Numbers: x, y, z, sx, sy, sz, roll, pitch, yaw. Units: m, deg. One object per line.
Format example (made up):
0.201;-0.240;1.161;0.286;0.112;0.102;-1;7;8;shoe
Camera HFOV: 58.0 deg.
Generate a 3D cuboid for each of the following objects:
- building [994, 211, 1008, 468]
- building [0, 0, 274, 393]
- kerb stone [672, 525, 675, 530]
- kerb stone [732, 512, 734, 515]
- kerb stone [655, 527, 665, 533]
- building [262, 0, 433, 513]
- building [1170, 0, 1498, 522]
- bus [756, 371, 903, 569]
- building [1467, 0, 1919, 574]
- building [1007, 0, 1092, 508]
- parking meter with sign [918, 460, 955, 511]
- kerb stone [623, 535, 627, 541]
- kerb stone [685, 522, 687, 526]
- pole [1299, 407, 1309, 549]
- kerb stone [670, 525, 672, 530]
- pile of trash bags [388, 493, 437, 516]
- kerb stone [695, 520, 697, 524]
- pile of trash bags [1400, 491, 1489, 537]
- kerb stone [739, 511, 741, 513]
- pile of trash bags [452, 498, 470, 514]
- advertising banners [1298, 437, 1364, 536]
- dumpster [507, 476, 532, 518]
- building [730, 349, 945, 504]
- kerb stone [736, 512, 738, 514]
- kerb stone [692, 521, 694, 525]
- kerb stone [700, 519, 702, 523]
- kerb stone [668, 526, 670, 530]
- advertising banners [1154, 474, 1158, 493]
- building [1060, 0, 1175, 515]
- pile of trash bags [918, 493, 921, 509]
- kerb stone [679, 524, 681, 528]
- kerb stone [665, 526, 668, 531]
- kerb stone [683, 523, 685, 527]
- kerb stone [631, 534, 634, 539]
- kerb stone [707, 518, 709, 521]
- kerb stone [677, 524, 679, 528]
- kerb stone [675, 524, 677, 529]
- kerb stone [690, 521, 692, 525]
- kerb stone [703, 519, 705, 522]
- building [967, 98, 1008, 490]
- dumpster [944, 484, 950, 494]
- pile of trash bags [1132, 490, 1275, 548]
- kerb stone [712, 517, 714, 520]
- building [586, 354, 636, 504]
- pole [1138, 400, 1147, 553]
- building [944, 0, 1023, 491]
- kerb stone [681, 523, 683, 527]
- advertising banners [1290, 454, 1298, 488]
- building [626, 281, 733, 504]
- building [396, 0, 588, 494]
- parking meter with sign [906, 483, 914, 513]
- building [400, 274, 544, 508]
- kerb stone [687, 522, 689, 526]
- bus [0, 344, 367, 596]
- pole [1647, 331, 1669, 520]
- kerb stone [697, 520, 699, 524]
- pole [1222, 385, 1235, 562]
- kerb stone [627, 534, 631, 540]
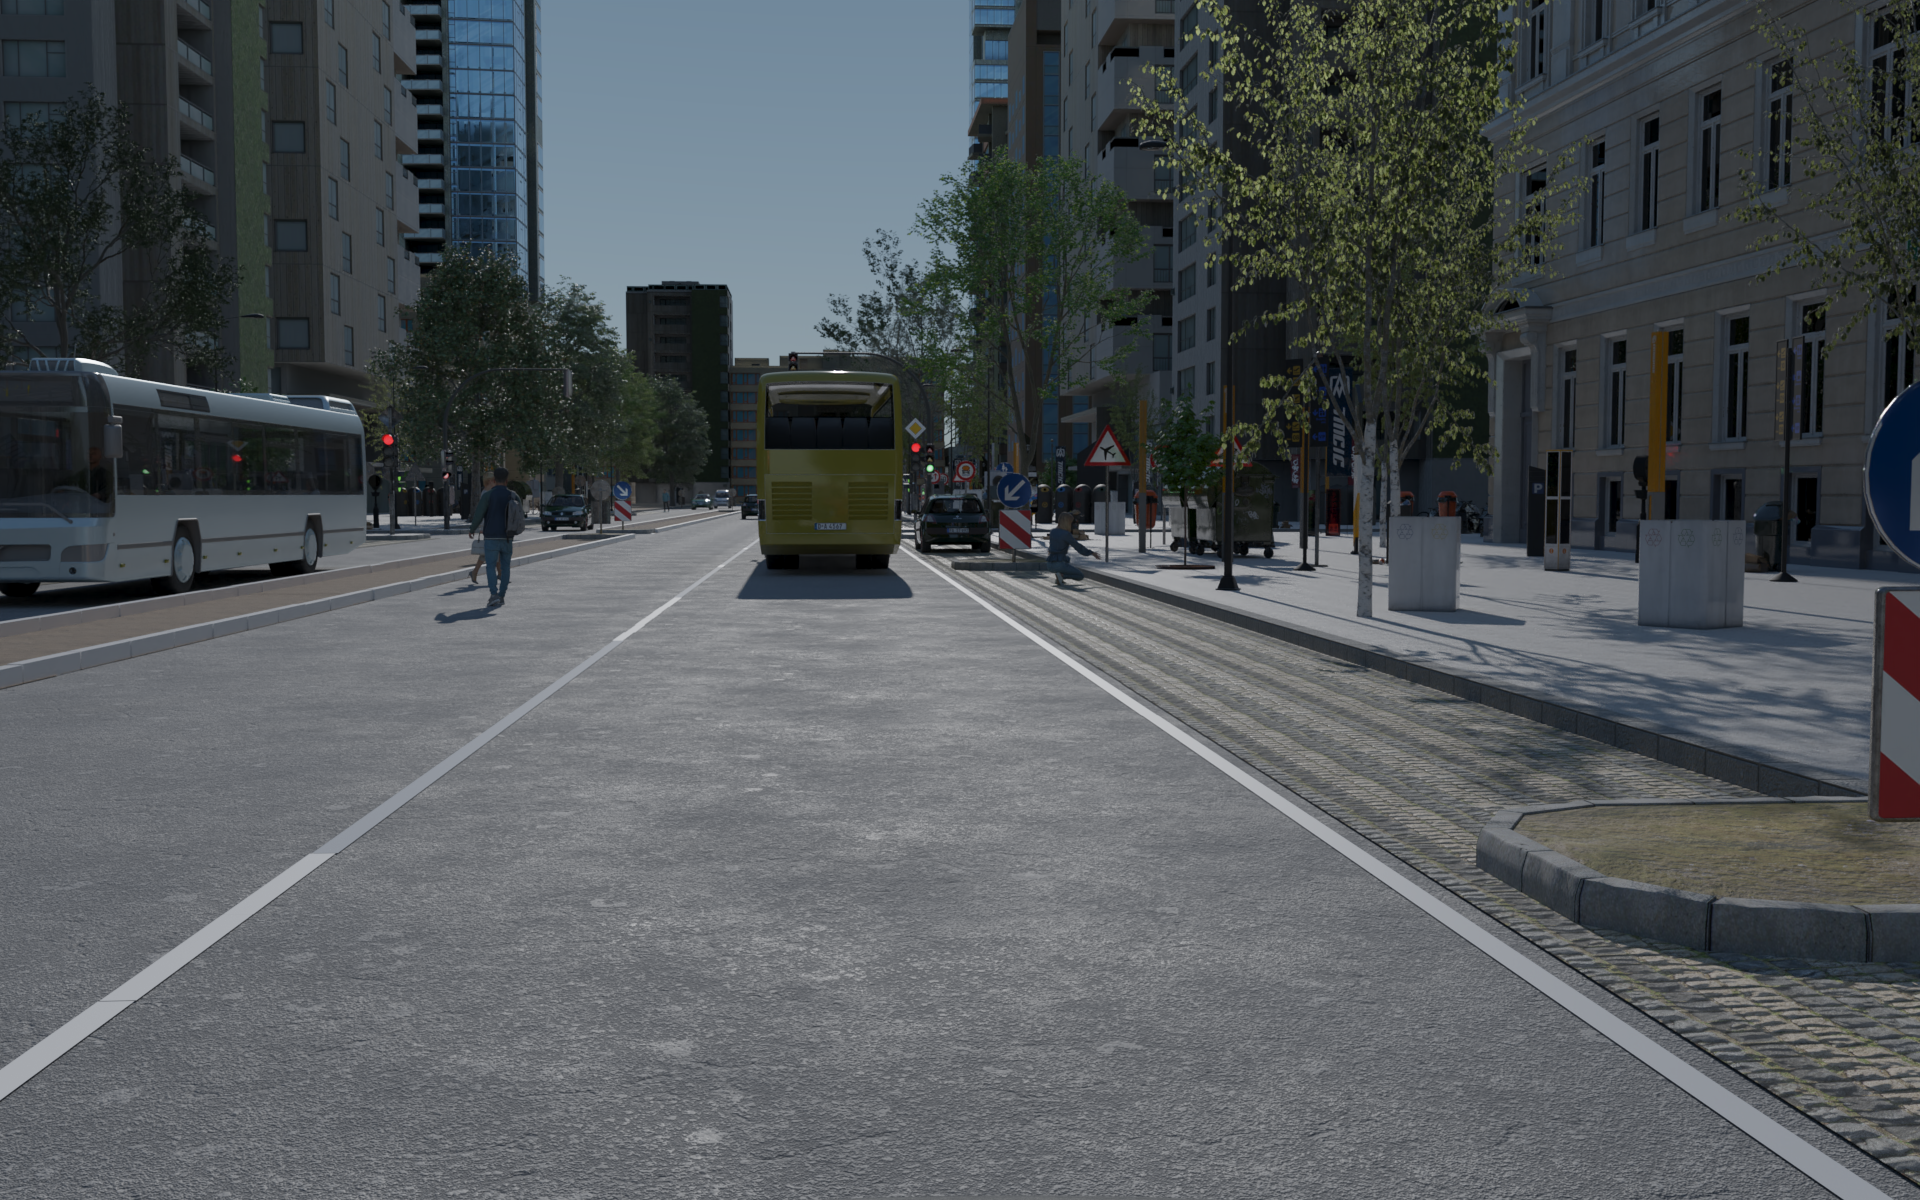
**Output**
10.115;-24.292;168.867;14.160;30.474;14.107;0;4;-5;building
-40.695;-24.143;78.339;14.154;41.232;14.086;0;4;-5;building
-11.624;-2.882;69.313;0.120;0.150;1.000;0;4;-5;kerb stone
-15.300;-5.690;115.314;0.120;0.150;1.000;0;4;-5;kerb stone
-11.294;-2.631;65.221;0.120;0.150;1.000;0;4;-5;kerb stone
-49.876;-31.702;107.561;28.713;52.752;27.495;0;4;-5;building
18.413;-19.057;83.283;14.107;30.474;14.160;0;4;-5;building
-2.796;-2.716;35.948;2.896;3.916;12.252;0;4;-5;bus
20.894;-15.298;36.030;13.634;28.700;20.117;0;4;-5;building
11.851;-30.821;154.038;14.600;45.320;14.200;0;4;-5;building
-1.185;-5.673;89.008;1.738;3.016;0.543;-1;4;-10;parking meter with sign
-10.272;-1.848;52.416;0.120;0.150;1.000;0;4;-5;kerb stone
-12.115;-3.255;75.461;0.120;0.150;1.000;0;4;-5;kerb stone
8.091;-2.865;40.678;0.158;3.312;0.155;0;3;0;pole
-11.543;-2.817;68.294;0.120;0.150;1.000;0;4;-5;kerb stone
-32.366;-5.725;103.363;3.447;1.369;1.912;-1;4;-9;pile of trash bags
-12.610;-3.633;81.611;0.120;0.150;1.000;0;4;-5;kerb stone
15.787;-2.852;56.375;3.447;1.369;1.912;-1;4;-12;pile of trash bags
-16.040;-6.258;124.508;0.120;0.150;1.000;0;4;-5;kerb stone
-33.320;-6.375;113.982;1.912;1.369;3.447;-2;4;-35;pile of trash bags
11.378;-3.469;52.901;2.074;3.025;0.090;-1;4;-15;advertising banners
-23.257;-5.382;90.491;1.502;2.255;1.985;0;4;-4;dumpster
-17.552;-24.622;247.614;28.899;21.520;27.650;0;4;-5;building
-15.706;-6.007;120.414;0.120;0.150;1.000;0;4;-5;kerb stone
-12.436;-3.506;79.544;0.120;0.150;1.000;0;4;-5;kerb stone
-12.846;-3.819;84.675;0.120;0.150;1.000;0;4;-5;kerb stone
-11.467;-2.756;67.264;0.120;0.150;1.000;0;4;-5;kerb stone
10.048;-5.725;89.798;0.090;3.025;2.074;1;4;21;advertising banners
21.865;-32.271;116.873;28.713;52.752;27.495;0;4;-5;building
-2.949;-7.606;134.116;1.912;1.369;3.447;0;4;-4;pile of trash bags
-11.866;-3.070;72.390;0.120;0.150;1.000;0;4;-5;kerb stone
-11.377;-2.690;66.246;0.120;0.150;1.000;0;4;-5;kerb stone
-12.030;-3.189;74.437;0.120;0.150;1.000;0;4;-5;kerb stone
-10.436;-1.973;54.459;0.120;0.150;1.000;0;4;-5;kerb stone
-13.262;-4.134;89.787;0.120;0.150;1.000;0;4;-5;kerb stone
-11.785;-3.007;71.363;0.120;0.150;1.000;0;4;-5;kerb stone
-11.706;-2.943;70.332;0.120;0.150;1.000;0;4;-5;kerb stone
-12.361;-3.445;78.521;0.120;0.150;1.000;0;4;-5;kerb stone
-13.010;-3.947;86.722;0.120;0.150;1.000;0;4;-5;kerb stone
12.306;-32.787;190.684;22.147;44.769;28.867;0;4;-5;building
-1.251;-6.351;106.336;1.502;2.255;1.985;0;4;-5;dumpster
5.752;-1.954;41.693;3.447;1.369;1.912;-1;4;-20;pile of trash bags
-13.588;-4.383;93.880;0.120;0.150;1.000;0;4;-5;kerb stone
-60.849;-24.380;243.647;28.899;21.520;27.650;0;4;-5;building
3.982;-2.687;37.769;0.158;3.312;0.155;0;3;0;pole
13.133;-56.996;244.558;31.000;86.520;22.319;0;4;-5;building
-11.950;-3.128;73.409;0.120;0.150;1.000;0;4;-5;kerb stone
15.309;-4.842;75.357;2.074;3.025;0.090;2;4;29;advertising banners
-38.377;-28.520;237.994;14.107;30.474;14.160;0;4;-5;building
-57.931;-53.489;187.212;31.000;86.520;22.319;0;4;-5;building
-3.215;-7.300;115.623;1.738;3.016;0.543;1;4;14;parking meter with sign
-52.441;-18.638;149.777;27.650;21.520;28.899;0;4;-5;building
-12.191;-3.320;76.481;0.120;0.150;1.000;0;4;-5;kerb stone
-12.387;-1.974;27.130;2.948;3.499;13.247;0;4;-4;bus
8.793;-1.713;21.856;0.158;3.312;0.155;0;3;0;pole
-12.688;-3.697;82.634;0.120;0.150;1.000;0;4;-5;kerb stone
5.042;-2.367;32.539;0.158;3.312;0.155;0;3;0;pole
-10.353;-1.911;53.440;0.120;0.150;1.000;0;4;-5;kerb stone
